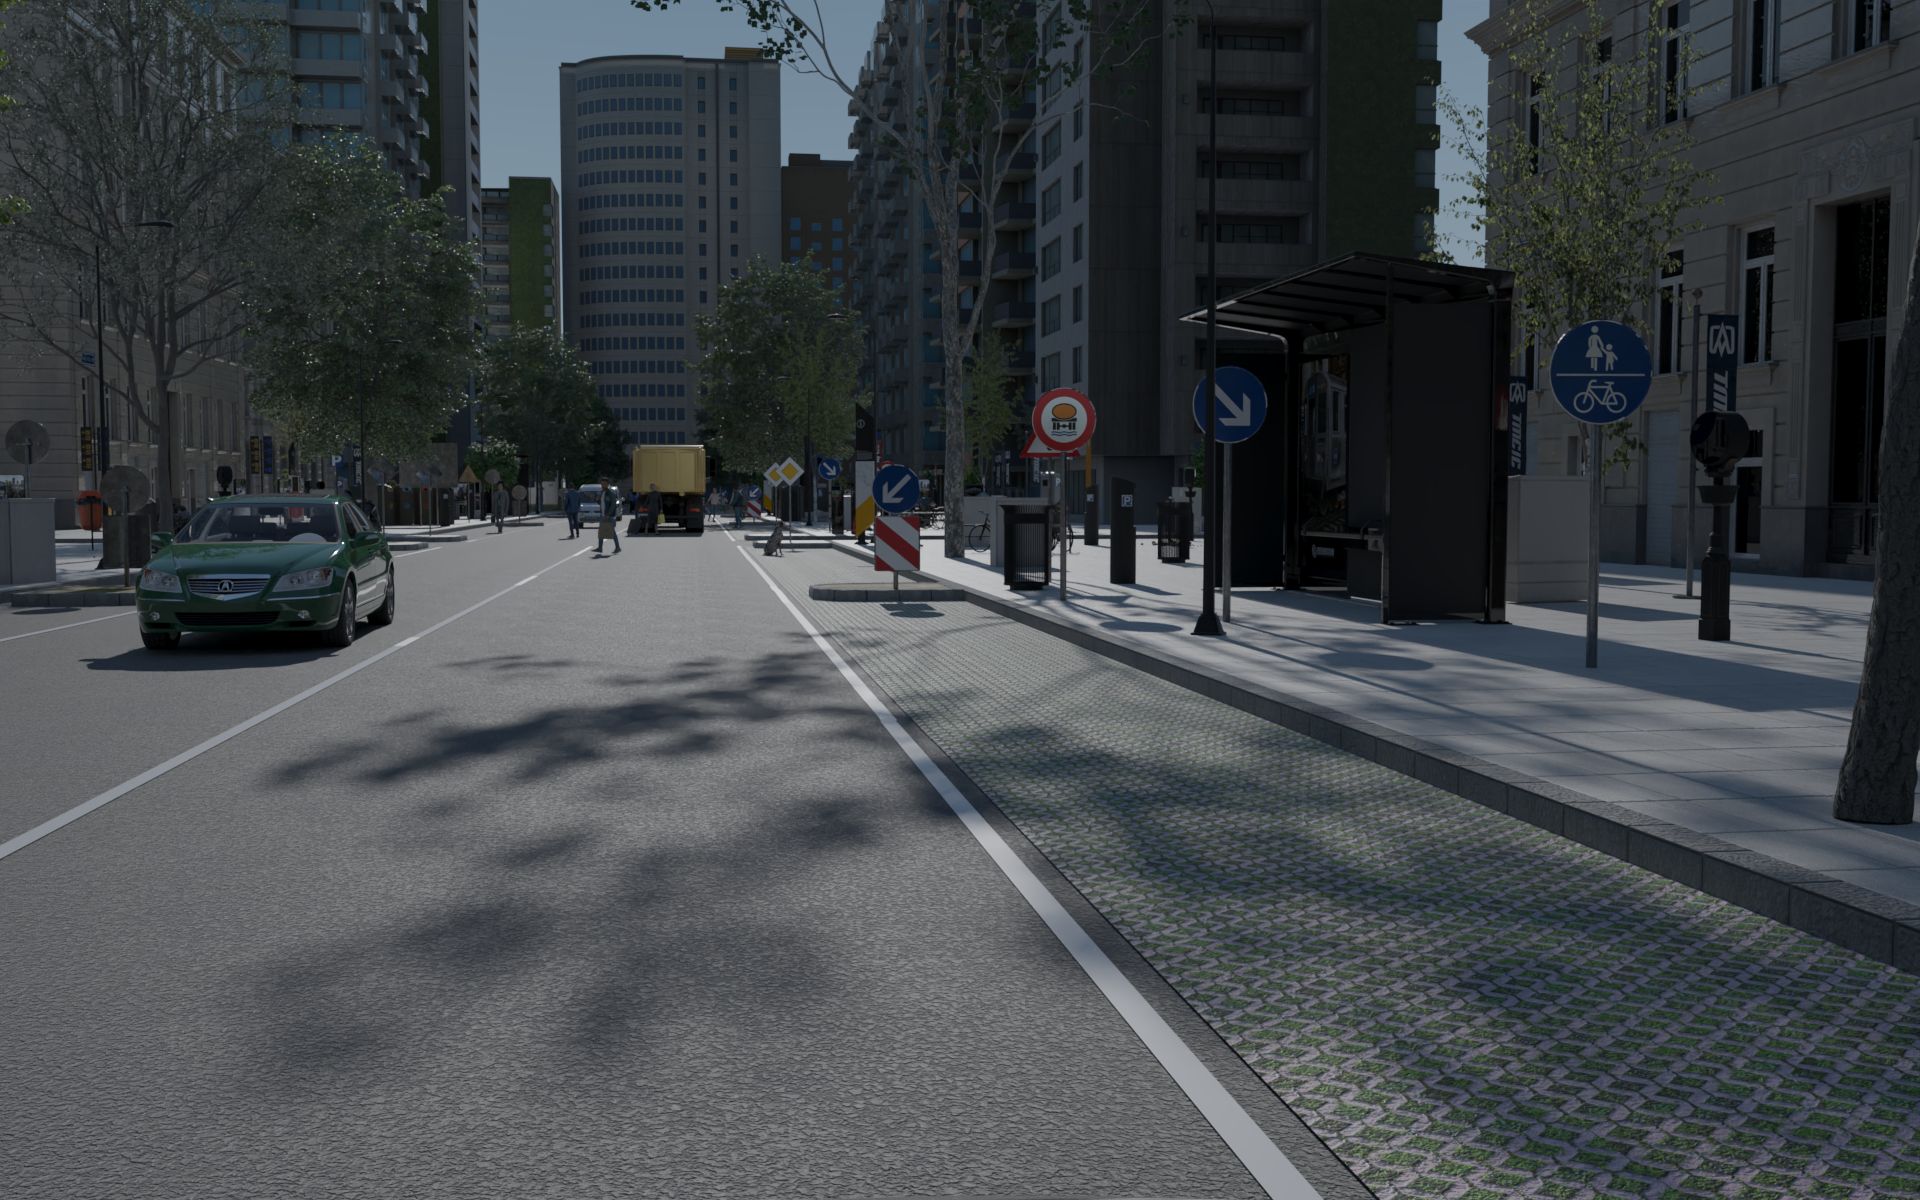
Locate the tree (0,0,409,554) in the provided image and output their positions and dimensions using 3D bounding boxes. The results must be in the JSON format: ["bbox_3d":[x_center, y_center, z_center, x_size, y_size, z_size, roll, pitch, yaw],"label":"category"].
[{"bbox_3d":[-17.227,-7.739,36.903,12.009,13.543,11.850,0,3,0],"label":"tree"}]

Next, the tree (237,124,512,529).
[{"bbox_3d":[-20.636,-9.398,60.311,9.857,13.997,8.962,0,3,0],"label":"tree"}]

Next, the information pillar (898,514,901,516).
[{"bbox_3d":[-2.531,-3.990,69.724,0.304,2.012,0.304,-2,4,-24],"label":"information pillar"}]

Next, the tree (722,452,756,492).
[{"bbox_3d":[-22.422,-13.850,176.812,4.360,8.622,3.978,0,3,0],"label":"tree"}]

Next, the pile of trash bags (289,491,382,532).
[{"bbox_3d":[-21.217,-2.975,58.401,3.447,1.369,1.912,1,4,15],"label":"pile of trash bags"}]

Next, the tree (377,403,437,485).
[{"bbox_3d":[-31.766,-9.070,98.655,4.737,8.622,4.395,0,3,0],"label":"tree"}]

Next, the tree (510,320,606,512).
[{"bbox_3d":[-30.497,-13.338,124.726,9.857,13.997,8.962,0,3,0],"label":"tree"}]

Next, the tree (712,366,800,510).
[{"bbox_3d":[-15.882,-13.030,138.787,9.928,11.665,9.643,0,3,0],"label":"tree"}]

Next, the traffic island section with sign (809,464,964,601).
[{"bbox_3d":[-1.072,-0.936,23.928,1.989,1.847,2.006,-1,4,-9],"label":"traffic island section with sign"}]

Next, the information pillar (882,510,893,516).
[{"bbox_3d":[-2.358,-3.214,57.043,0.304,2.012,0.304,2,4,30],"label":"information pillar"}]

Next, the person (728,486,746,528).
[{"bbox_3d":[-9.263,-3.858,71.919,0.721,1.781,0.623,0,4,-5],"label":"person"}]

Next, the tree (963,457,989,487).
[{"bbox_3d":[0.592,-5.853,90.300,1.663,3.219,1.824,0,3,0],"label":"tree"}]

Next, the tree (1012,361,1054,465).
[{"bbox_3d":[5.034,-8.779,93.905,4.360,8.622,3.978,0,3,0],"label":"tree"}]

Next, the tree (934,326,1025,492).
[{"bbox_3d":[0.959,-7.701,76.277,4.737,8.622,4.395,0,3,0],"label":"tree"}]

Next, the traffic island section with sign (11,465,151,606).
[{"bbox_3d":[-11.293,-0.891,23.189,1.989,1.847,2.006,-1,4,-9],"label":"traffic island section with sign"}]

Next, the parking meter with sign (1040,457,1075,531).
[{"bbox_3d":[3.224,-3.973,61.224,1.738,3.016,0.543,3,5,45],"label":"parking meter with sign"}]

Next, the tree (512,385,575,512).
[{"bbox_3d":[-28.395,-10.225,117.547,4.360,8.622,3.978,0,3,0],"label":"tree"}]

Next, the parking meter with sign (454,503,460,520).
[{"bbox_3d":[-25.700,-5.491,86.045,1.738,3.016,0.543,1,4,17],"label":"parking meter with sign"}]

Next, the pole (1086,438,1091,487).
[{"bbox_3d":[4.112,-3.769,55.471,0.158,3.312,0.155,0,3,0],"label":"pole"}]

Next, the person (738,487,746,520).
[{"bbox_3d":[-12.210,-5.361,96.178,0.660,1.820,0.620,3,4,38],"label":"person"}]

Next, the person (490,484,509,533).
[{"bbox_3d":[-17.132,-3.414,64.418,0.694,1.812,0.767,0,4,4],"label":"person"}]

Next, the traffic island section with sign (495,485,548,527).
[{"bbox_3d":[-19.596,-4.192,77.171,1.989,1.847,2.006,-1,4,-9],"label":"traffic island section with sign"}]

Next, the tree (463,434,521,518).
[{"bbox_3d":[-25.504,-6.786,94.671,4.285,4.588,4.351,0,3,0],"label":"tree"}]

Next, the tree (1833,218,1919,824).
[{"bbox_3d":[3.864,-4.396,6.285,7.601,10.594,8.767,3,4,36],"label":"tree"}]

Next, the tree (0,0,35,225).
[{"bbox_3d":[-13.197,-5.987,16.019,7.486,12.596,7.792,0,3,0],"label":"tree"}]

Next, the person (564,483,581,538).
[{"bbox_3d":[-12.727,-2.952,56.955,0.419,1.800,0.721,3,4,37],"label":"person"}]

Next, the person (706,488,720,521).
[{"bbox_3d":[-13.007,-4.983,90.651,0.731,1.740,0.598,-3,5,-42],"label":"person"}]

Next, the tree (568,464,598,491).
[{"bbox_3d":[-36.964,-11.386,169.881,4.285,4.588,4.351,0,3,0],"label":"tree"}]

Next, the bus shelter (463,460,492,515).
[{"bbox_3d":[-29.764,-7.148,108.153,1.731,3.624,6.357,-1,4,-9],"label":"bus shelter"}]

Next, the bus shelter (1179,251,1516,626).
[{"bbox_3d":[4.195,-1.754,19.964,1.731,3.624,6.357,-1,4,-9],"label":"bus shelter"}]

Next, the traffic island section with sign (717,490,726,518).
[{"bbox_3d":[-13.597,-5.918,105.394,1.989,1.847,2.006,-1,4,-9],"label":"traffic island section with sign"}]

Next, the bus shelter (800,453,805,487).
[{"bbox_3d":[-8.656,-6.733,101.366,1.731,3.624,6.357,-1,4,-9],"label":"bus shelter"}]

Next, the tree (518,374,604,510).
[{"bbox_3d":[-32.966,-13.283,142.937,9.928,11.665,9.643,0,3,0],"label":"tree"}]

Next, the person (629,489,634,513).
[{"bbox_3d":[-25.014,-7.546,131.868,0.705,1.826,1.348,-1,4,-12],"label":"person"}]

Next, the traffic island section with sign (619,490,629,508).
[{"bbox_3d":[-35.485,-10.509,180.444,1.989,1.847,2.006,-1,4,-9],"label":"traffic island section with sign"}]

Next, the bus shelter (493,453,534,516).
[{"bbox_3d":[-26.364,-6.814,102.691,1.731,3.624,6.357,-1,4,-9],"label":"bus shelter"}]

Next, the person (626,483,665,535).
[{"bbox_3d":[-10.979,-3.177,60.666,1.509,1.804,0.699,3,5,44],"label":"person"}]

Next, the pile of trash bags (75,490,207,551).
[{"bbox_3d":[-18.523,-1.854,40.058,3.447,1.369,1.912,-2,4,-29],"label":"pile of trash bags"}]

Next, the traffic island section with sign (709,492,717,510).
[{"bbox_3d":[-21.304,-8.984,155.523,1.989,1.847,2.006,-1,4,-9],"label":"traffic island section with sign"}]

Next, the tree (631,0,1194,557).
[{"bbox_3d":[-1.205,-10.862,33.483,12.611,20.169,13.585,0,3,0],"label":"tree"}]

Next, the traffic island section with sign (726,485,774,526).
[{"bbox_3d":[-9.498,-4.289,78.752,1.989,1.847,2.006,-1,4,-9],"label":"traffic island section with sign"}]

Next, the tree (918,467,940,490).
[{"bbox_3d":[-2.015,-7.261,113.315,1.663,3.219,1.824,0,3,0],"label":"tree"}]

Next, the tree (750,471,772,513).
[{"bbox_3d":[-13.671,-7.593,118.753,1.663,3.219,1.824,0,3,0],"label":"tree"}]

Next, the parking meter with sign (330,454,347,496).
[{"bbox_3d":[-27.417,-4.925,76.778,0.543,3.016,1.738,0,4,-7],"label":"parking meter with sign"}]

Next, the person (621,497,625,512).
[{"bbox_3d":[-27.766,-7.946,141.643,0.697,1.427,0.421,2,4,26],"label":"person"}]

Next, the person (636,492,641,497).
[{"bbox_3d":[-16.463,-4.941,89.469,0.473,1.802,0.592,2,4,27],"label":"person"}]

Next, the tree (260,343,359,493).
[{"bbox_3d":[-31.146,-8.055,82.066,4.360,8.622,3.978,0,3,0],"label":"tree"}]

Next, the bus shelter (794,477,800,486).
[{"bbox_3d":[-11.715,-7.819,121.764,2.014,3.302,5.546,-1,4,-9],"label":"bus shelter"}]

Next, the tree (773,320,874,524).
[{"bbox_3d":[-5.991,-7.545,73.719,4.737,8.622,4.395,0,3,0],"label":"tree"}]

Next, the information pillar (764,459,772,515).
[{"bbox_3d":[-11.707,-6.982,105.509,0.504,3.616,0.183,-2,4,-28],"label":"information pillar"}]

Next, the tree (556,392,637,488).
[{"bbox_3d":[-41.059,-17.013,195.171,9.611,12.733,9.660,0,3,0],"label":"tree"}]

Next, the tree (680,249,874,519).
[{"bbox_3d":[-9.220,-11.175,89.364,9.857,13.997,8.962,0,3,0],"label":"tree"}]

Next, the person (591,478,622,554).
[{"bbox_3d":[-8.420,-2.009,41.333,0.713,1.824,0.794,-2,4,-29],"label":"person"}]

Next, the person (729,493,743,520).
[{"bbox_3d":[-12.253,-5.228,94.465,0.782,1.767,0.515,2,4,29],"label":"person"}]

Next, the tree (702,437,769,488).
[{"bbox_3d":[-26.254,-17.505,203.211,9.611,12.733,9.660,0,3,0],"label":"tree"}]

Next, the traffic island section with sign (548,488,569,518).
[{"bbox_3d":[-23.695,-5.822,103.814,1.989,1.847,2.006,-1,4,-9],"label":"traffic island section with sign"}]

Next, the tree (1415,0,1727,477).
[{"bbox_3d":[8.651,-4.512,24.133,4.360,8.622,3.978,0,3,0],"label":"tree"}]

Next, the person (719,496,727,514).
[{"bbox_3d":[-17.157,-6.884,125.301,0.590,1.304,0.306,2,4,29],"label":"person"}]

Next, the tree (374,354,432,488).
[{"bbox_3d":[-30.538,-8.532,89.866,4.360,8.622,3.978,0,3,0],"label":"tree"}]

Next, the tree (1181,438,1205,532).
[{"bbox_3d":[8.445,-3.983,59.725,1.663,3.219,1.824,0,3,0],"label":"tree"}]
